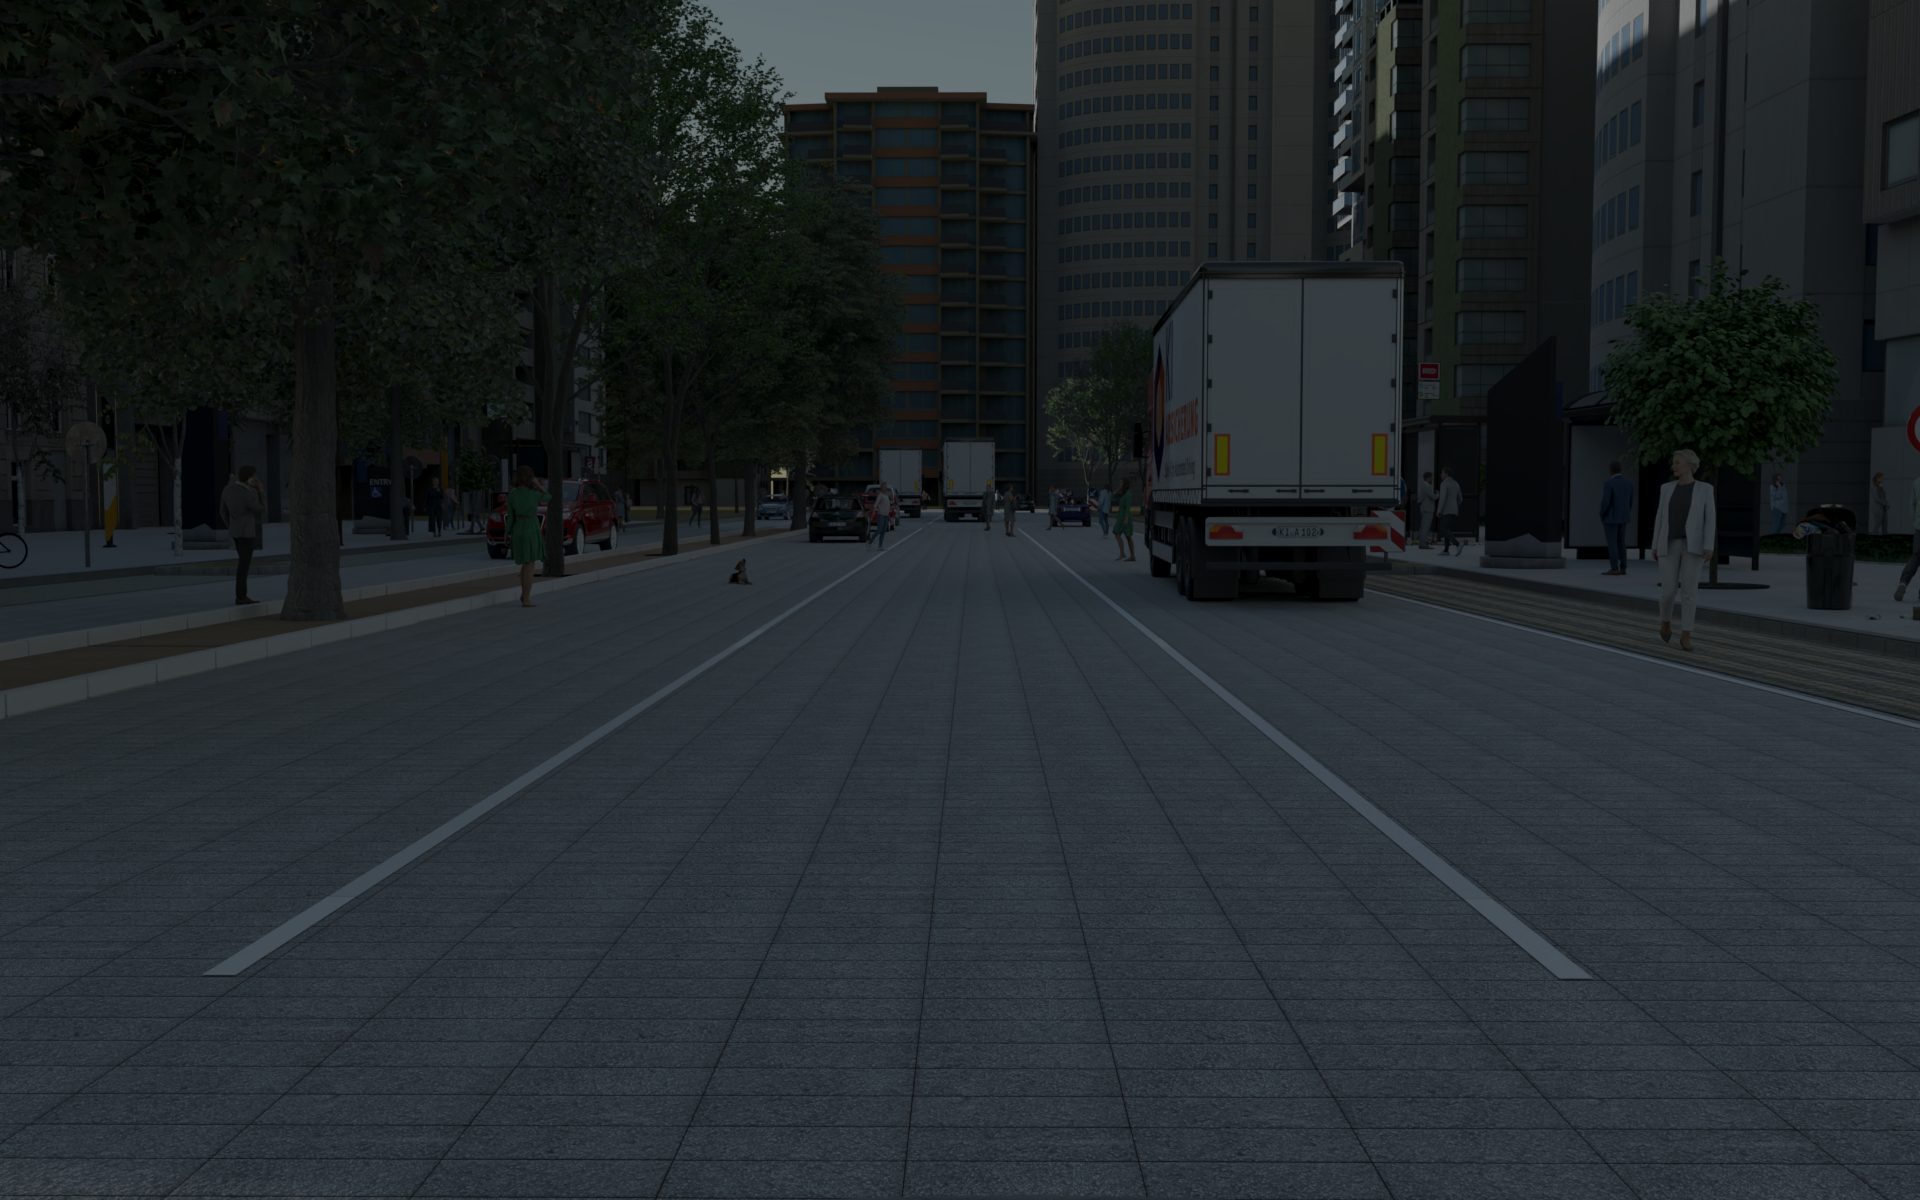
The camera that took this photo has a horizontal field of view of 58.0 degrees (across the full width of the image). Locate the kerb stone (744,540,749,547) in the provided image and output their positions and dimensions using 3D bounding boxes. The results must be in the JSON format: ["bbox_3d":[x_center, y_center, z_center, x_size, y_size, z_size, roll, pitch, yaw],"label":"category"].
[{"bbox_3d":[-5.862,-1.486,46.488,0.120,0.150,1.000,0,4,1],"label":"kerb stone"}]

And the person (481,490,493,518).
[{"bbox_3d":[-25.218,-5.242,92.286,0.750,1.759,0.617,-1,4,-19],"label":"person"}]

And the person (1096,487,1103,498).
[{"bbox_3d":[10.791,-7.596,130.319,1.350,1.814,0.705,2,4,29],"label":"person"}]

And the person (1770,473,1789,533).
[{"bbox_3d":[19.992,-2.203,42.329,0.793,1.790,0.793,1,4,20],"label":"person"}]

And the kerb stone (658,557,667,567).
[{"bbox_3d":[-5.977,-0.734,34.194,0.120,0.150,1.000,0,4,1],"label":"kerb stone"}]

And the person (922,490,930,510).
[{"bbox_3d":[-3.145,-8.862,153.400,1.348,1.823,0.705,-3,4,-38],"label":"person"}]

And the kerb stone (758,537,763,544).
[{"bbox_3d":[-5.827,-1.675,49.576,0.120,0.150,1.000,0,4,1],"label":"kerb stone"}]

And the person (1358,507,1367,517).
[{"bbox_3d":[13.342,-3.087,56.783,0.850,1.792,0.678,3,5,43],"label":"person"}]

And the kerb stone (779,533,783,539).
[{"bbox_3d":[-5.788,-1.988,54.696,0.120,0.150,1.000,0,4,1],"label":"kerb stone"}]

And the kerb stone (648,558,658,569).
[{"bbox_3d":[-5.986,-0.671,33.171,0.120,0.150,1.000,0,4,1],"label":"kerb stone"}]

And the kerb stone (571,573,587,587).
[{"bbox_3d":[-6.038,-0.295,27.015,0.120,0.150,1.000,0,4,1],"label":"kerb stone"}]

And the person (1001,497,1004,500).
[{"bbox_3d":[4.014,-8.252,144.095,1.217,1.739,0.721,1,4,18],"label":"person"}]

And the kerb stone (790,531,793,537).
[{"bbox_3d":[-5.757,-2.176,57.766,0.120,0.150,1.000,0,4,1],"label":"kerb stone"}]

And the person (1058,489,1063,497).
[{"bbox_3d":[7.876,-7.945,138.389,1.348,1.826,0.705,3,5,42],"label":"person"}]

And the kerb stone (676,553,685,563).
[{"bbox_3d":[-5.953,-0.855,36.239,0.120,0.150,1.000,0,4,1],"label":"kerb stone"}]

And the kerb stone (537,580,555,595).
[{"bbox_3d":[-6.060,-0.168,24.952,0.120,0.150,1.000,0,4,1],"label":"kerb stone"}]

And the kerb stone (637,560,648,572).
[{"bbox_3d":[-5.995,-0.607,32.142,0.120,0.150,1.000,0,4,1],"label":"kerb stone"}]

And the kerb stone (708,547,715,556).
[{"bbox_3d":[-5.909,-1.110,40.346,0.120,0.150,1.000,0,4,1],"label":"kerb stone"}]

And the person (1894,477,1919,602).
[{"bbox_3d":[11.517,-0.851,20.444,0.515,1.767,0.782,-1,4,-20],"label":"person"}]

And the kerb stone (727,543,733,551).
[{"bbox_3d":[-5.890,-1.298,43.422,0.120,0.150,1.000,0,4,1],"label":"kerb stone"}]

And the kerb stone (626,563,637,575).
[{"bbox_3d":[-5.998,-0.544,31.113,0.120,0.150,1.000,0,4,1],"label":"kerb stone"}]

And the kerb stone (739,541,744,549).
[{"bbox_3d":[-5.865,-1.423,45.466,0.120,0.150,1.000,0,4,1],"label":"kerb stone"}]

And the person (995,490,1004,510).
[{"bbox_3d":[3.328,-8.952,154.853,1.348,1.826,0.705,2,4,28],"label":"person"}]

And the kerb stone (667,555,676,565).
[{"bbox_3d":[-5.967,-0.794,35.216,0.120,0.150,1.000,0,4,1],"label":"kerb stone"}]

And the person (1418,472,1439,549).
[{"bbox_3d":[10.929,-2.084,40.296,0.466,1.800,0.511,-1,4,-8],"label":"person"}]

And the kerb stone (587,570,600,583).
[{"bbox_3d":[-6.036,-0.352,28.038,0.120,0.150,1.000,0,4,1],"label":"kerb stone"}]

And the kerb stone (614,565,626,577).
[{"bbox_3d":[-6.013,-0.483,30.091,0.120,0.150,1.000,0,4,1],"label":"kerb stone"}]

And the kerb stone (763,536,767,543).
[{"bbox_3d":[-5.819,-1.737,50.598,0.120,0.150,1.000,0,4,1],"label":"kerb stone"}]

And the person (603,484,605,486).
[{"bbox_3d":[-20.151,-5.654,98.348,0.599,1.838,0.709,0,4,-1],"label":"person"}]

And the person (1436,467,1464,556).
[{"bbox_3d":[10.192,-1.835,35.898,0.661,1.843,0.795,-3,4,-38],"label":"person"}]

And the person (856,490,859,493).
[{"bbox_3d":[-7.591,-7.217,127.221,1.217,1.735,0.721,1,4,20],"label":"person"}]

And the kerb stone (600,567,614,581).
[{"bbox_3d":[-6.012,-0.420,29.067,0.120,0.150,1.000,0,4,1],"label":"kerb stone"}]

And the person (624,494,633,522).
[{"bbox_3d":[-15.541,-4.327,81.066,0.640,1.303,0.475,3,5,43],"label":"person"}]

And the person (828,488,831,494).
[{"bbox_3d":[-9.172,-6.935,121.892,0.705,1.824,1.348,-1,4,-15],"label":"person"}]

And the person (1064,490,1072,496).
[{"bbox_3d":[8.001,-7.304,128.719,0.742,1.727,0.445,2,4,27],"label":"person"}]

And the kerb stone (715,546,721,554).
[{"bbox_3d":[-5.909,-1.173,41.368,0.120,0.150,1.000,0,4,1],"label":"kerb stone"}]

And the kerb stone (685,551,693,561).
[{"bbox_3d":[-5.946,-0.921,37.261,0.120,0.150,1.000,0,4,1],"label":"kerb stone"}]

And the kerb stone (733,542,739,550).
[{"bbox_3d":[-5.877,-1.356,44.444,0.120,0.150,1.000,0,4,1],"label":"kerb stone"}]

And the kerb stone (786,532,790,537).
[{"bbox_3d":[-5.771,-2.113,56.741,0.120,0.150,1.000,0,4,1],"label":"kerb stone"}]

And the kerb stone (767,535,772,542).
[{"bbox_3d":[-5.806,-1.794,51.627,0.120,0.150,1.000,0,4,1],"label":"kerb stone"}]

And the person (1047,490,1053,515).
[{"bbox_3d":[6.303,-6.806,120.327,0.434,1.755,0.990,-1,4,-19],"label":"person"}]

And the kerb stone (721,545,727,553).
[{"bbox_3d":[-5.898,-1.230,42.398,0.120,0.150,1.000,0,4,1],"label":"kerb stone"}]

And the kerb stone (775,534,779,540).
[{"bbox_3d":[-5.797,-1.922,53.671,0.120,0.150,1.000,0,4,1],"label":"kerb stone"}]

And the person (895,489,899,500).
[{"bbox_3d":[-3.657,-5.280,95.549,0.721,1.735,1.217,1,4,22],"label":"person"}]

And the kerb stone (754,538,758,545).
[{"bbox_3d":[-5.844,-1.612,48.544,0.120,0.150,1.000,0,4,1],"label":"kerb stone"}]

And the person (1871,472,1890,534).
[{"bbox_3d":[21.552,-2.083,40.380,0.573,1.790,0.520,2,4,28],"label":"person"}]

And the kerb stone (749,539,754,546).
[{"bbox_3d":[-5.850,-1.549,47.515,0.120,0.150,1.000,0,4,1],"label":"kerb stone"}]

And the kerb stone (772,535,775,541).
[{"bbox_3d":[-5.804,-1.861,52.649,0.120,0.150,1.000,0,4,1],"label":"kerb stone"}]

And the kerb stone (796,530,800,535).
[{"bbox_3d":[-5.732,-2.301,59.811,0.120,0.150,1.000,0,4,1],"label":"kerb stone"}]

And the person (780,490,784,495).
[{"bbox_3d":[-12.859,-7.134,126.072,0.436,1.711,0.756,-2,4,-33],"label":"person"}]

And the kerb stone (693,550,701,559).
[{"bbox_3d":[-5.933,-0.985,38.298,0.120,0.150,1.000,0,4,1],"label":"kerb stone"}]

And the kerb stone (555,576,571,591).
[{"bbox_3d":[-6.047,-0.226,25.981,0.120,0.150,1.000,0,4,1],"label":"kerb stone"}]

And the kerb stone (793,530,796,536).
[{"bbox_3d":[-5.752,-2.235,58.789,0.120,0.150,1.000,0,4,1],"label":"kerb stone"}]

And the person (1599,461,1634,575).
[{"bbox_3d":[10.380,-1.293,27.362,0.721,1.800,0.419,-2,4,-30],"label":"person"}]

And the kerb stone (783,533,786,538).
[{"bbox_3d":[-5.779,-2.048,55.718,0.120,0.150,1.000,0,4,1],"label":"kerb stone"}]

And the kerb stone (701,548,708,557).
[{"bbox_3d":[-5.924,-1.047,39.320,0.120,0.150,1.000,0,4,1],"label":"kerb stone"}]
